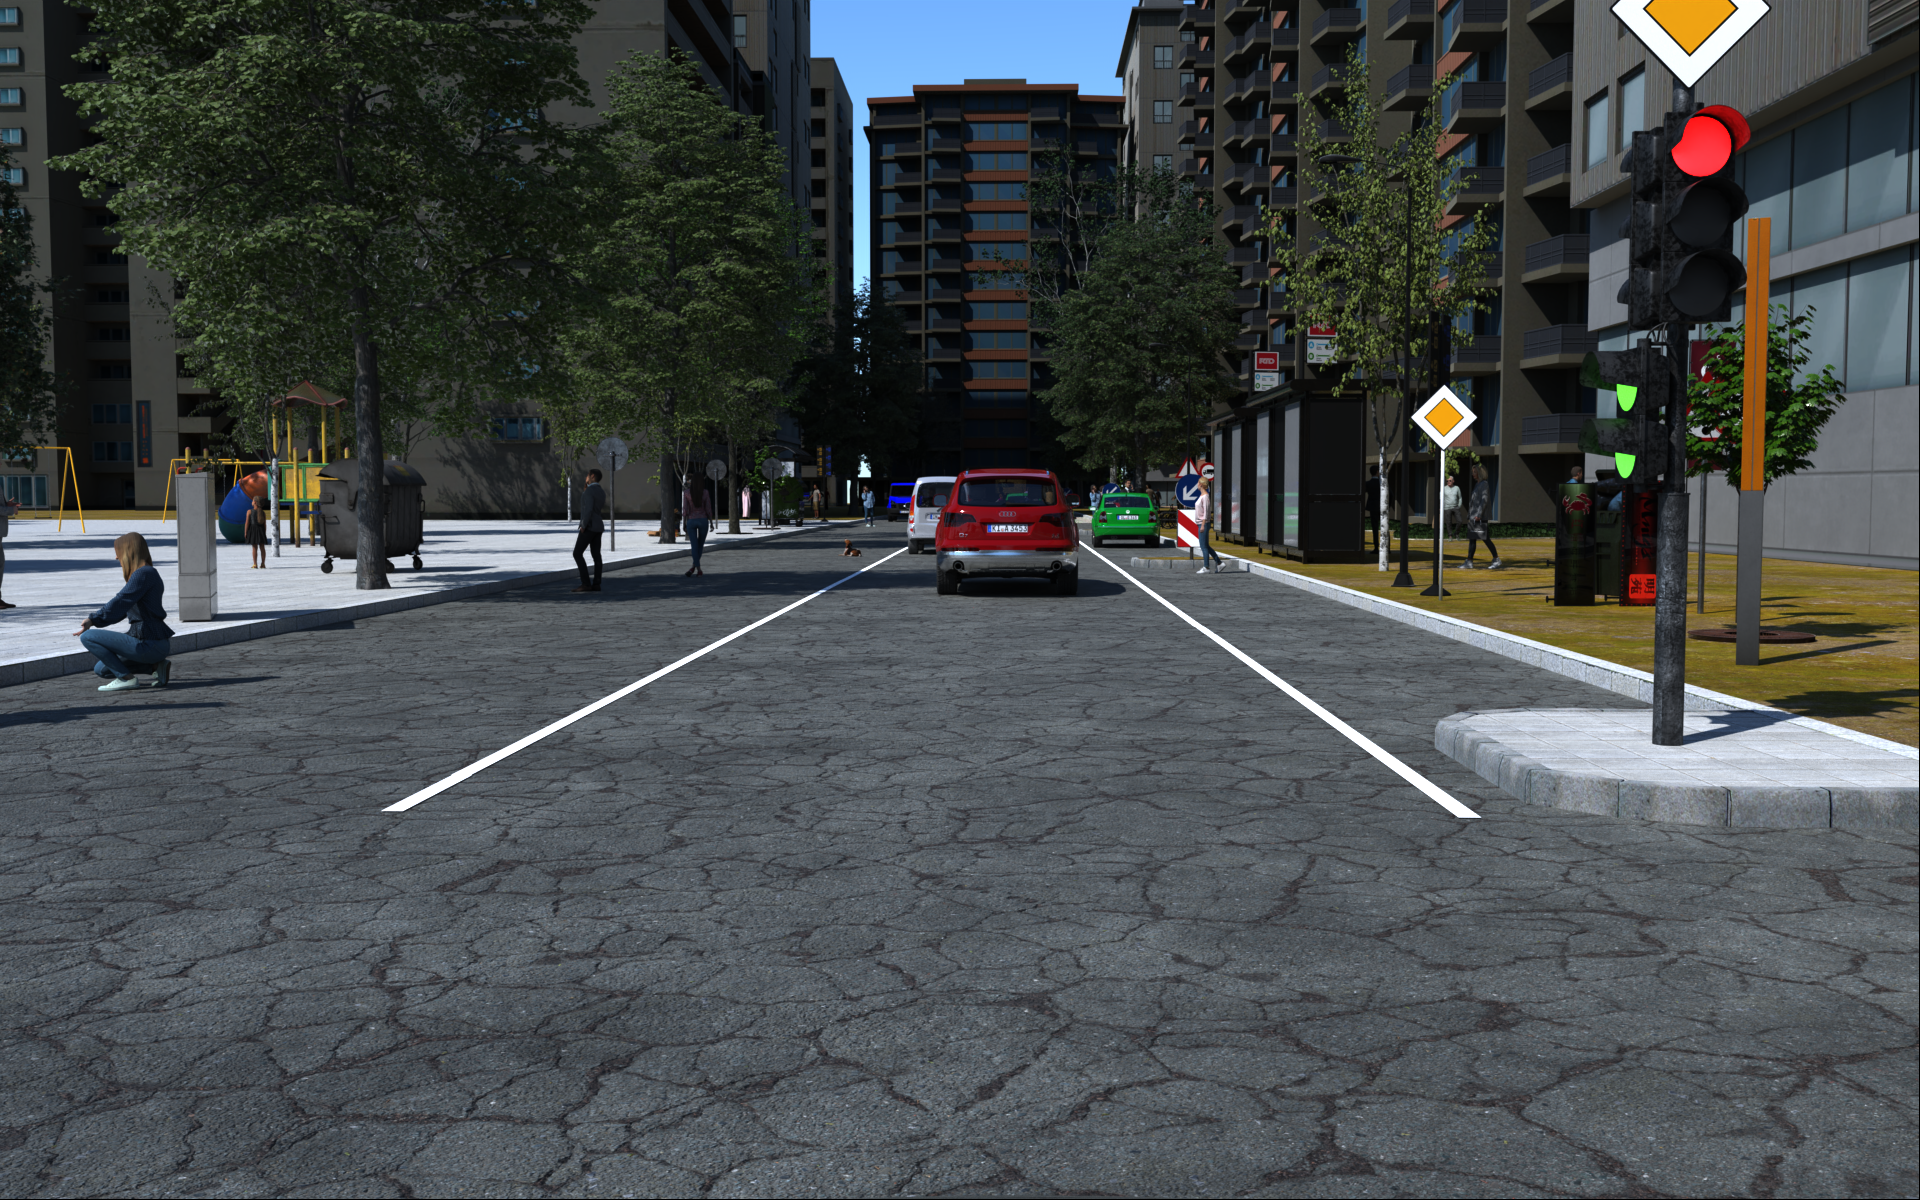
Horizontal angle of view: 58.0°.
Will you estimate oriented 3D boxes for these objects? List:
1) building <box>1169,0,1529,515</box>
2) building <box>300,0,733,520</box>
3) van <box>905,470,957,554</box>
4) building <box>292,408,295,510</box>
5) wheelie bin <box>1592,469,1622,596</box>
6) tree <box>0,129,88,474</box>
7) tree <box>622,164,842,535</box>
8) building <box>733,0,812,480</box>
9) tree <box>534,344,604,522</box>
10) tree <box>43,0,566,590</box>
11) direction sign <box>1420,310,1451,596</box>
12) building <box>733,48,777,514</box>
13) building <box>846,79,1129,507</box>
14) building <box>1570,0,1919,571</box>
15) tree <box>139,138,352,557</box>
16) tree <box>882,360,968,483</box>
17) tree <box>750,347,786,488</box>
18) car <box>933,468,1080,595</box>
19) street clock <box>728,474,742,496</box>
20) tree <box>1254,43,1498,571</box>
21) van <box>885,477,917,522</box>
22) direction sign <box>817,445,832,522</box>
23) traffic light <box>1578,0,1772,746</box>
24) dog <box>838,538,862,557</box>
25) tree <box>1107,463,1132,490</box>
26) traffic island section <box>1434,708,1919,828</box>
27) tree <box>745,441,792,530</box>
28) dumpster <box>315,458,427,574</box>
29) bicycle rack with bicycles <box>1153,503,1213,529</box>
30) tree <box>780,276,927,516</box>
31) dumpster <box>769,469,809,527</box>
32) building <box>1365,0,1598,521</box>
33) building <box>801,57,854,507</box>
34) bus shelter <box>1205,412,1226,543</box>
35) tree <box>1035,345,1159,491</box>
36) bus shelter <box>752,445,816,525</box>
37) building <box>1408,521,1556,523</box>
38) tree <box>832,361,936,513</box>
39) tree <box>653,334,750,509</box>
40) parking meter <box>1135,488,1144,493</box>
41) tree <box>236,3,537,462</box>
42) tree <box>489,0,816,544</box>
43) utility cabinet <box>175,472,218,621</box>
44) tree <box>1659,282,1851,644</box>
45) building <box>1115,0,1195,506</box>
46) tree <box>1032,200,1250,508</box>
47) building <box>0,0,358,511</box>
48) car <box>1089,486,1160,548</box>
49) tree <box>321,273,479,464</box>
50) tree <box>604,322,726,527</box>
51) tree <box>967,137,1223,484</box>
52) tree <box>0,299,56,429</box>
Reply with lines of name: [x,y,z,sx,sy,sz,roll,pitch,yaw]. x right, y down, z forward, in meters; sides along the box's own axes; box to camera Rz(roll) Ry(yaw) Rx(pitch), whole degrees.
building: [28.561,-29.409,135.454,22.147,44.769,28.867,0,4,2]
building: [-24.694,-28.822,94.947,21.300,48.544,21.600,0,4,2]
van: [-0.378,-2.177,42.602,2.013,2.044,4.112,0,4,2]
building: [-46.881,-22.890,145.953,14.107,30.474,14.160,0,4,2]
wheelie bin: [8.357,-0.860,21.977,0.693,1.594,0.980,-2,4,-34]
tree: [-25.831,-7.593,41.161,9.611,12.733,9.660,0,3,0]
tree: [-7.374,-7.915,55.162,9.928,11.665,9.643,0,3,0]
building: [-26.294,-33.554,137.839,27.495,52.752,28.713,0,4,2]
tree: [-17.902,-7.935,80.102,4.737,8.622,4.395,0,3,0]
tree: [-8.385,-6.416,23.032,7.486,12.596,7.792,0,3,0]
direction sign: [6.017,-1.823,21.808,0.379,3.537,0.876,2,4,31]
building: [-19.969,-20.886,113.185,14.160,30.474,14.107,0,4,2]
building: [3.080,-32.485,185.761,28.867,44.769,22.147,0,4,2]
building: [28.270,-26.949,29.862,27.495,52.752,28.713,0,4,2]
tree: [-14.079,-5.183,35.110,4.360,8.622,3.978,0,3,0]
tree: [-4.249,-14.980,155.286,12.009,13.543,11.850,0,3,0]
tree: [-10.394,-8.088,82.597,4.360,8.622,3.978,0,3,0]
car: [0.705,-1.072,26.209,2.281,1.827,5.304,0,4,1]
street clock: [-7.955,-3.469,61.288,0.358,2.002,0.471,3,5,43]
tree: [6.968,-4.772,28.379,4.737,8.622,4.395,0,3,0]
van: [-2.747,-5.312,91.234,2.240,2.365,5.245,0,4,1]
direction sign: [-6.284,-5.394,80.190,0.876,3.537,0.379,3,4,36]
traffic light: [3.612,-1.214,8.772,0.839,4.253,0.868,0,4,2]
dog: [-2.539,-1.206,39.908,0.550,0.427,0.748,0,4,-3]
tree: [9.980,-6.966,108.494,1.663,3.219,1.824,0,3,0]
traffic island section: [3.652,0.819,8.885,2.009,0.180,2.903,0,4,2]
tree: [-7.132,-4.173,62.834,1.663,3.219,1.824,0,3,0]
dumpster: [-9.714,-1.397,28.605,1.264,1.857,1.865,0,4,2]
bicycle rack with bicycles: [8.712,-3.308,67.464,2.852,0.926,2.925,-2,4,-31]
tree: [-6.374,-12.024,103.250,9.857,13.997,8.962,0,3,0]
dumpster: [-6.757,-3.995,67.820,1.502,2.255,1.985,0,4,2]
building: [29.156,-27.644,106.610,22.147,44.769,28.867,0,4,2]
building: [-22.839,-34.388,185.949,21.600,48.544,21.300,0,4,2]
bus shelter: [7.805,-4.190,46.143,2.179,5.291,8.768,0,4,2]
tree: [10.182,-12.851,127.127,9.611,12.733,9.660,0,3,0]
bus shelter: [-7.492,-4.903,74.082,2.014,3.302,5.546,0,4,2]
building: [29.066,-25.297,68.233,22.147,44.769,28.867,0,4,2]
tree: [-5.144,-11.689,125.534,7.601,10.594,8.767,2,4,29]
tree: [-11.626,-7.754,77.141,4.360,8.622,3.978,0,3,0]
parking meter: [7.365,-3.835,71.118,0.372,1.533,0.369,0,3,0]
tree: [-23.478,-12.914,67.038,12.611,20.169,13.585,0,3,0]
tree: [-7.262,-7.745,44.750,7.486,12.596,7.792,0,3,0]
utility cabinet: [-7.860,-0.559,17.823,0.318,1.500,1.173,-1,4,-20]
tree: [6.870,-1.265,15.280,1.663,3.219,1.824,0,3,0]
building: [31.355,-36.634,188.206,27.495,52.752,28.713,0,4,2]
tree: [7.872,-10.369,76.186,9.857,13.997,8.962,0,3,0]
building: [-64.828,-31.734,142.558,21.600,48.544,21.300,0,4,2]
car: [4.527,-2.374,47.615,1.959,1.807,4.718,0,4,3]
tree: [-26.157,-9.478,80.728,9.928,11.665,9.643,0,3,0]
tree: [-10.823,-7.201,68.099,4.737,8.622,4.395,0,3,0]
tree: [7.248,-14.484,92.701,12.611,20.169,13.585,0,3,0]
tree: [-29.207,-6.171,51.253,4.737,8.622,4.395,0,3,0]
